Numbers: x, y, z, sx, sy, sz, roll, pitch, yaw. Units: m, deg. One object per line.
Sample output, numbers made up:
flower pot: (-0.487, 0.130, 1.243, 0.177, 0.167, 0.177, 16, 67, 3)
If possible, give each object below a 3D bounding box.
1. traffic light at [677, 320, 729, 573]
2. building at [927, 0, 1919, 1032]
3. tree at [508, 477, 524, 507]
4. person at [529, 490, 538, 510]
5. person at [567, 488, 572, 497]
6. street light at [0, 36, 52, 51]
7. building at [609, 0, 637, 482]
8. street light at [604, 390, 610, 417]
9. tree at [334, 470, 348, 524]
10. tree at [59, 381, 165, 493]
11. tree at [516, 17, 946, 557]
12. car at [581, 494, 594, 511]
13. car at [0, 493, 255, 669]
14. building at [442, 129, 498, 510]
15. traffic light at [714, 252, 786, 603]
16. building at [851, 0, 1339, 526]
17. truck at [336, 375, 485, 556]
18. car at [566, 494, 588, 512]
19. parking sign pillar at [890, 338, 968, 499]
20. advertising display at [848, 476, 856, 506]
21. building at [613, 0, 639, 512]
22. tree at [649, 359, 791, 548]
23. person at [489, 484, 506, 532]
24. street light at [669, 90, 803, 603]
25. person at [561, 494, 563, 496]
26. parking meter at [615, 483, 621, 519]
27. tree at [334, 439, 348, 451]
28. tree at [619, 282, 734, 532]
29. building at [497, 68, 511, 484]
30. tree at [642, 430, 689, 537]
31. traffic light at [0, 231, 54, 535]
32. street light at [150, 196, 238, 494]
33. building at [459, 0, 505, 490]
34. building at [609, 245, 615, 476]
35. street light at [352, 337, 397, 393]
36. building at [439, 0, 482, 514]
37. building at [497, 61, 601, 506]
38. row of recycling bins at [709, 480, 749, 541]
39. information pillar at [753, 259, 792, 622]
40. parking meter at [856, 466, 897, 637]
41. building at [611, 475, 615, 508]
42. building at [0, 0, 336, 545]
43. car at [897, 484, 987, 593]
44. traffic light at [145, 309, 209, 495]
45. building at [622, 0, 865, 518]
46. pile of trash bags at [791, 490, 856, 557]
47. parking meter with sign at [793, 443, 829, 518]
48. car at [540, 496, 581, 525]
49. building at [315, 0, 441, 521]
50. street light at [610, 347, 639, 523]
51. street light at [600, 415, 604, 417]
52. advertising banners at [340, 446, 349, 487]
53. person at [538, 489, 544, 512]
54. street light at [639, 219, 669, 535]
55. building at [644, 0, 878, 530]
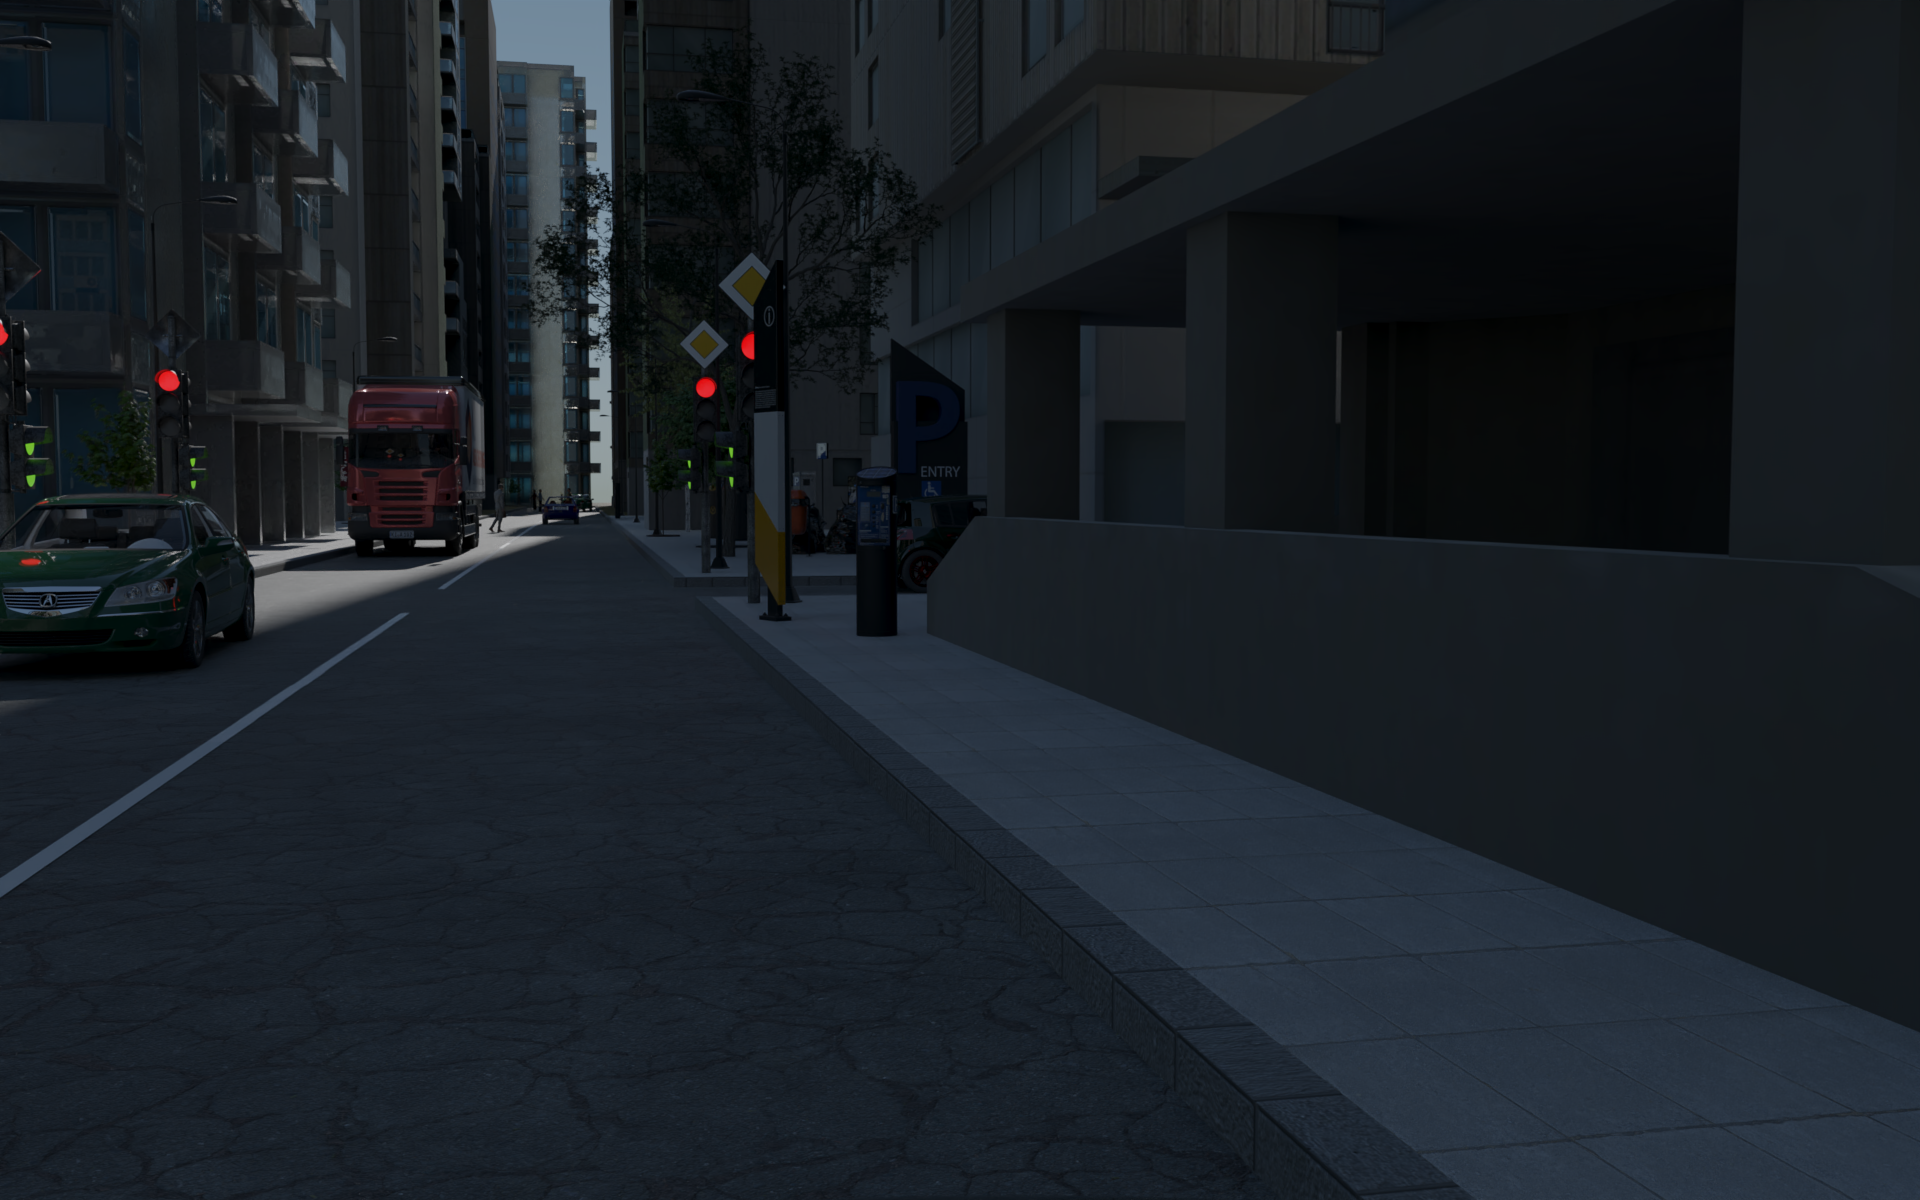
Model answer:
traffic light: (-4.148, -2.393, 28.052, 0.839, 4.253, 0.868, -1, 4, -12)
building: (16.913, -19.543, 11.405, 32.217, 40.220, 23.993, -1, 4, -12)
tree: (-45.306, -11.058, 175.398, 1.663, 3.219, 1.824, 0, 3, 0)
person: (-37.727, -8.868, 153.454, 1.348, 1.831, 0.705, 3, 5, 44)
person: (-24.269, -6.045, 107.436, 0.705, 1.812, 1.348, -1, 4, -20)
street light: (-9.923, -2.759, 17.645, 1.470, 5.913, 1.316, -1, 4, -12)
building: (-22.132, -30.327, 145.959, 14.600, 45.320, 14.200, -1, 4, -12)
street light: (-15.058, -6.424, 77.567, 1.470, 5.913, 1.316, -1, 4, -12)
tree: (-26.238, -4.905, 74.806, 1.663, 3.219, 1.824, 0, 3, 0)
tree: (-14.044, -2.128, 29.396, 1.663, 3.219, 1.824, 0, 3, 0)
tree: (-4.705, -6.139, 34.783, 8.767, 10.594, 7.601, -1, 4, -9)
car: (-31.503, -8.086, 143.996, 2.131, 1.459, 4.920, -1, 4, -12)
car: (-7.525, -0.226, 15.496, 2.131, 1.459, 4.920, -1, 4, -14)
building: (-44.074, -22.268, 135.779, 14.160, 30.474, 14.107, -1, 4, -12)
traffic light: (-2.441, -1.916, 20.251, 0.839, 4.253, 0.868, -1, 4, -12)
building: (12.064, -27.783, 43.493, 27.495, 52.752, 28.713, -1, 4, -12)
truck: (-13.499, -3.333, 43.412, 2.839, 4.237, 11.283, -1, 4, -12)
car: (-30.352, -7.608, 136.185, 2.131, 1.459, 4.920, -1, 4, -12)
parking sign pillar: (-0.536, -2.546, 30.093, 1.447, 3.967, 1.447, -1, 4, -10)
advertising display: (-3.704, -3.425, 61.212, 0.123, 1.923, 0.974, -2, 4, -30)
building: (-15.372, -42.190, 128.062, 20.563, 71.187, 20.611, -1, 4, -12)
tree: (-5.743, -3.547, 41.703, 4.285, 4.588, 4.351, 0, 3, 0)
person: (-17.385, -3.475, 65.433, 0.709, 1.813, 0.853, 3, 4, 39)
street light: (-2.570, -2.916, 20.211, 1.470, 5.913, 1.316, -1, 4, -12)
person: (-35.391, -8.692, 153.871, 0.557, 1.426, 1.065, -1, 4, -14)
parking meter: (-17.960, -5.206, 90.830, 0.255, 1.863, 0.399, -1, 4, -17)
tree: (-22.664, -5.110, 67.264, 4.285, 4.588, 4.351, 0, 3, 0)
tree: (-9.205, -6.577, 57.897, 4.737, 8.622, 4.395, 0, 3, 0)
building: (-50.295, -29.427, 164.727, 14.086, 41.232, 14.154, -1, 4, -12)
tree: (-8.975, -3.519, 52.130, 1.663, 3.219, 1.824, 0, 3, 0)
traffic light: (-10.215, -1.812, 18.540, 0.839, 4.253, 0.868, -1, 4, -12)
street light: (-11.954, -3.333, 27.038, 1.470, 5.913, 1.316, -1, 4, -12)
building: (-47.151, -30.536, 149.375, 14.600, 45.320, 14.200, -1, 4, -12)
building: (-31.642, -25.716, 192.161, 14.107, 30.474, 14.160, -1, 4, -12)
street light: (-17.351, -4.818, 51.322, 1.470, 5.913, 1.316, -1, 4, -12)
building: (-42.519, -48.805, 110.641, 22.319, 86.520, 31.000, -1, 4, -12)
building: (-55.354, -34.922, 190.587, 30.456, 49.044, 23.786, -1, 4, -12)
row of recycling bins: (-6.392, -2.556, 48.901, 1.069, 1.692, 3.534, -1, 4, -18)
information pillar: (-1.926, -1.603, 17.558, 0.183, 3.616, 0.504, -3, 4, -36)
parking meter: (-0.754, -0.445, 15.684, 0.372, 1.533, 0.369, 0, 3, 0)
building: (-17.319, -29.059, 166.996, 32.217, 40.220, 23.993, -1, 4, -12)
building: (-28.185, -25.888, 42.881, 23.786, 49.044, 30.456, -1, 4, -12)
car: (0.662, -0.993, 26.019, 4.222, 1.686, 2.009, -1, 4, -12)
traffic light: (-11.922, -2.289, 26.341, 0.839, 4.253, 0.868, -1, 4, -12)
building: (-14.386, -20.743, 110.849, 14.160, 30.474, 14.107, -1, 4, -12)
pile of trash bags: (-3.015, -1.667, 37.004, 1.912, 1.369, 3.447, 1, 4, 13)
parking meter with sign: (-5.283, -3.808, 58.520, 1.738, 3.016, 0.543, -3, 5, -43)
car: (-19.090, -4.295, 82.810, 1.945, 1.354, 3.894, -1, 4, -13)
building: (-33.326, -24.572, 85.354, 14.154, 41.232, 14.086, -1, 4, -12)
street light: (-9.970, -4.966, 53.733, 1.470, 5.913, 1.316, -1, 4, -12)
street light: (-20.364, -7.884, 101.437, 1.470, 5.913, 1.316, -1, 4, -12)
advertising banners: (-22.136, -4.150, 64.040, 0.090, 3.025, 2.074, 2, 4, 34)
person: (-33.688, -7.992, 139.153, 0.705, 1.826, 1.348, 0, 4, 3)
street light: (-4.679, -3.488, 29.568, 1.470, 5.913, 1.316, -1, 4, -12)
building: (-5.608, -18.155, 68.531, 14.160, 30.474, 14.107, -1, 4, -12)
